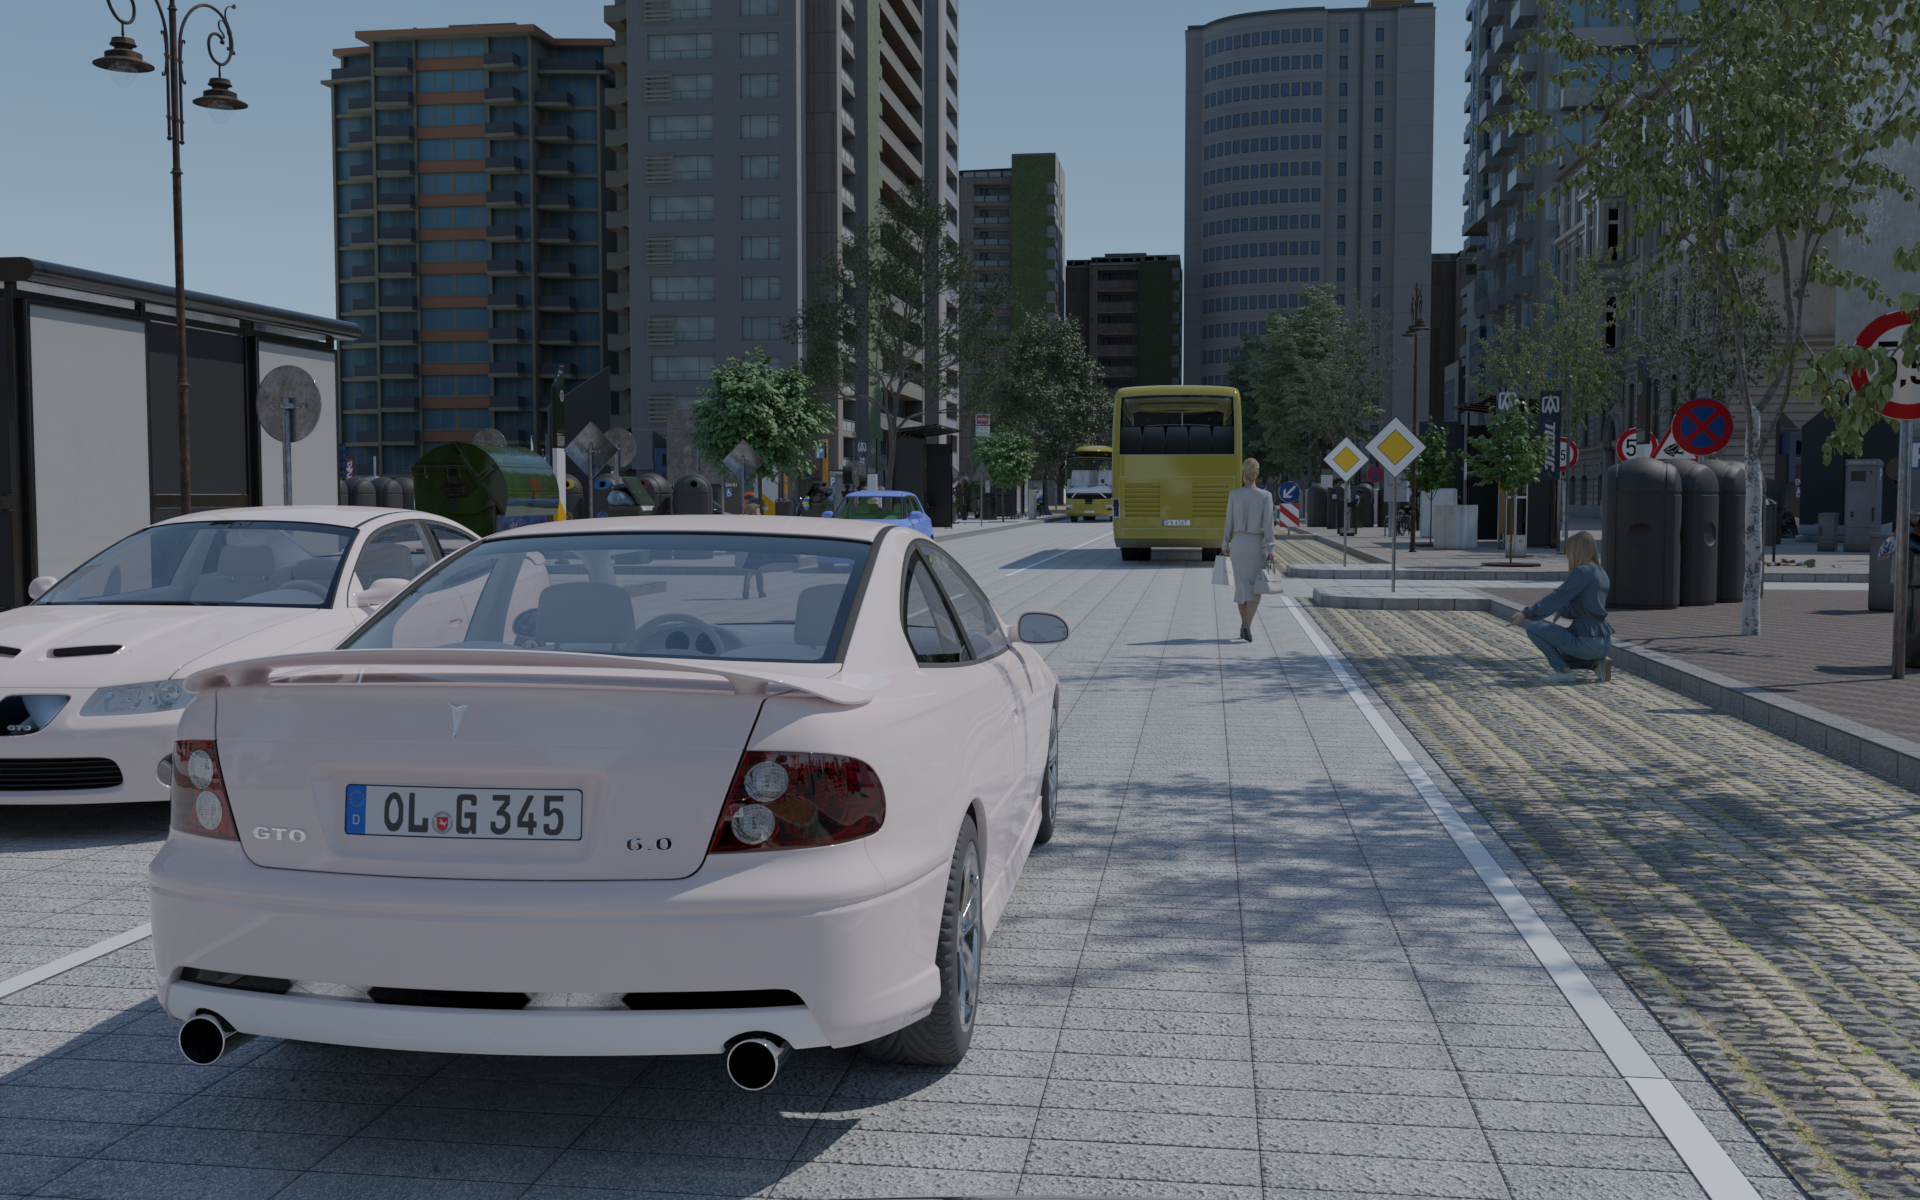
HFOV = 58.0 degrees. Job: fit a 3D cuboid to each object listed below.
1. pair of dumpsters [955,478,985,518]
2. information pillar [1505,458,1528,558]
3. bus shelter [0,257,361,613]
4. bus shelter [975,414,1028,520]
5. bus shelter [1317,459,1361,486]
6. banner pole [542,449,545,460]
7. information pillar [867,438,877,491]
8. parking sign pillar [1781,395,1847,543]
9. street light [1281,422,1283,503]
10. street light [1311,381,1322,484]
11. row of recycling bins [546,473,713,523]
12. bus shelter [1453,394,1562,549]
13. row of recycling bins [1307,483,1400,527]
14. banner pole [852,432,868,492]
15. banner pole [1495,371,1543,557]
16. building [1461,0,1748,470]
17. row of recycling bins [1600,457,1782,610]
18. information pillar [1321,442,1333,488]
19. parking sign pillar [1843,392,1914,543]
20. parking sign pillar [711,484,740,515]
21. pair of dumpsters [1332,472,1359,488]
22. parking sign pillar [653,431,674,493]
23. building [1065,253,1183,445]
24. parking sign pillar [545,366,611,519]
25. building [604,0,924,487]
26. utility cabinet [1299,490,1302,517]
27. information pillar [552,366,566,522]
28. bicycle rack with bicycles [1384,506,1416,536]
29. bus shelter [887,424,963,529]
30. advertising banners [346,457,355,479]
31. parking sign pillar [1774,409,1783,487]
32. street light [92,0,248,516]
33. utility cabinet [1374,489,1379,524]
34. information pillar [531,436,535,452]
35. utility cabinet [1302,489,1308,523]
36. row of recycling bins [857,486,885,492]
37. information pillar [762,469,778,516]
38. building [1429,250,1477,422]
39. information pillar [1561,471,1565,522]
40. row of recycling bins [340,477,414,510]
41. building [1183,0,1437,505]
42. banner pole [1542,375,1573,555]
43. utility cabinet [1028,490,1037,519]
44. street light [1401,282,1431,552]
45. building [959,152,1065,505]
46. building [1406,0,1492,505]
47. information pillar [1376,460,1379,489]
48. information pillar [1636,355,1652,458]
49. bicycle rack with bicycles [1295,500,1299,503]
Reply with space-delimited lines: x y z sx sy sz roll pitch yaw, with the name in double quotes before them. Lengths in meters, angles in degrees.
"pair of dumpsters" 0.607 -5.547 93.188 1.574 2.255 4.437 0 4 8
"information pillar" 11.203 -1.857 34.849 0.304 2.012 0.304 -1 4 -20
"bus shelter" -8.987 -2.404 16.939 2.179 5.291 8.768 1 4 8
"bus shelter" 2.213 -6.821 89.163 2.179 5.291 8.768 0 4 8
"bus shelter" 18.188 -5.443 82.918 2.014 3.302 5.546 1 4 8
"banner pole" -23.186 -6.521 96.627 0.401 3.779 0.863 0 4 4
"information pillar" -3.627 -4.931 71.970 0.504 3.616 0.183 3 5 39
"parking sign pillar" 23.074 -3.524 46.091 1.447 3.967 1.447 -2 4 -25
"street light" 19.354 -8.024 103.981 0.468 5.910 1.993 0 4 8
"street light" 14.665 -6.022 71.245 0.468 5.910 1.993 0 4 8
"row of recycling bins" -6.621 -1.677 34.534 3.534 1.692 1.069 1 4 10
"bus shelter" 13.773 -3.213 43.818 1.731 3.624 6.357 1 4 8
"row of recycling bins" 15.276 -3.681 67.303 3.534 1.692 1.069 1 4 16
"banner pole" -4.085 -4.890 69.966 0.863 3.779 0.401 2 4 28
"banner pole" 11.331 -2.777 35.415 0.863 3.779 0.401 0 4 -1
"building" 47.404 -30.365 116.069 23.786 49.044 30.456 0 4 8
"row of recycling bins" 8.649 -0.819 20.511 1.069 1.692 3.534 3 5 43
"information pillar" 15.817 -5.095 74.652 0.504 3.616 0.183 1 4 22
"parking sign pillar" 22.486 -3.290 42.260 1.447 3.967 1.447 2 4 26
"parking sign pillar" -9.245 -4.872 68.133 1.447 3.967 1.447 2 4 35
"pair of dumpsters" 16.970 -4.605 77.784 1.574 2.255 4.437 0 4 8
"parking sign pillar" -12.338 -5.193 73.379 1.447 3.967 1.447 -1 4 -13
"building" 19.941 -26.847 210.647 14.107 30.474 14.160 0 4 8
"parking sign pillar" -8.014 -2.929 36.369 1.447 3.967 1.447 -2 4 -26
"building" -14.982 -31.234 134.372 21.300 48.544 21.600 0 4 8
"utility cabinet" 19.599 -5.441 97.638 1.173 1.500 0.318 -3 5 -40
"information pillar" -7.288 -2.456 31.506 0.183 3.616 0.504 0 4 5
"bicycle rack with bicycles" 14.044 -2.429 53.095 2.852 0.926 2.925 3 5 39
"bus shelter" -1.198 -4.277 61.217 1.731 3.624 6.357 1 4 8
"advertising banners" -27.862 -5.198 81.176 2.074 3.025 0.090 0 4 4
"parking sign pillar" 26.479 -4.068 54.992 1.447 3.967 1.447 -2 4 -27
"street light" -6.799 -2.588 15.102 0.468 5.910 1.993 0 4 8
"utility cabinet" 18.233 -3.995 74.002 1.173 1.500 0.318 -1 4 -23
"information pillar" -17.070 -4.769 69.329 0.183 3.616 0.504 -1 4 -23
"utility cabinet" 15.235 -4.068 75.199 0.318 1.500 1.173 0 4 0
"row of recycling bins" -4.387 -4.772 85.138 1.069 1.692 3.534 1 4 13
"information pillar" -5.735 -3.736 52.445 0.504 3.616 0.183 -1 4 -18
"building" 61.894 -26.507 205.086 14.107 30.474 14.160 0 4 8
"information pillar" 27.991 -5.441 80.309 0.183 3.616 0.504 2 4 25
"row of recycling bins" -14.174 -2.108 41.579 1.069 1.692 3.534 1 4 21
"building" 41.231 -40.808 209.216 28.212 58.520 21.231 0 4 8
"banner pole" 12.683 -2.861 36.798 0.863 3.779 0.401 3 4 38
"utility cabinet" 3.694 -4.849 87.966 0.318 1.500 1.173 1 4 9
"street light" 9.973 -3.988 37.987 0.468 5.910 1.993 0 4 8
"building" 5.359 -32.264 211.106 14.086 41.232 14.154 0 4 8
"building" 51.191 -50.929 145.367 22.319 86.520 31.000 0 4 8
"information pillar" 19.296 -5.428 80.103 0.183 3.616 0.504 0 4 3
"information pillar" 11.454 -2.307 29.075 0.183 3.616 0.504 0 4 4
"bicycle rack with bicycles" 20.937 -5.500 103.303 2.852 0.926 2.925 1 4 20
